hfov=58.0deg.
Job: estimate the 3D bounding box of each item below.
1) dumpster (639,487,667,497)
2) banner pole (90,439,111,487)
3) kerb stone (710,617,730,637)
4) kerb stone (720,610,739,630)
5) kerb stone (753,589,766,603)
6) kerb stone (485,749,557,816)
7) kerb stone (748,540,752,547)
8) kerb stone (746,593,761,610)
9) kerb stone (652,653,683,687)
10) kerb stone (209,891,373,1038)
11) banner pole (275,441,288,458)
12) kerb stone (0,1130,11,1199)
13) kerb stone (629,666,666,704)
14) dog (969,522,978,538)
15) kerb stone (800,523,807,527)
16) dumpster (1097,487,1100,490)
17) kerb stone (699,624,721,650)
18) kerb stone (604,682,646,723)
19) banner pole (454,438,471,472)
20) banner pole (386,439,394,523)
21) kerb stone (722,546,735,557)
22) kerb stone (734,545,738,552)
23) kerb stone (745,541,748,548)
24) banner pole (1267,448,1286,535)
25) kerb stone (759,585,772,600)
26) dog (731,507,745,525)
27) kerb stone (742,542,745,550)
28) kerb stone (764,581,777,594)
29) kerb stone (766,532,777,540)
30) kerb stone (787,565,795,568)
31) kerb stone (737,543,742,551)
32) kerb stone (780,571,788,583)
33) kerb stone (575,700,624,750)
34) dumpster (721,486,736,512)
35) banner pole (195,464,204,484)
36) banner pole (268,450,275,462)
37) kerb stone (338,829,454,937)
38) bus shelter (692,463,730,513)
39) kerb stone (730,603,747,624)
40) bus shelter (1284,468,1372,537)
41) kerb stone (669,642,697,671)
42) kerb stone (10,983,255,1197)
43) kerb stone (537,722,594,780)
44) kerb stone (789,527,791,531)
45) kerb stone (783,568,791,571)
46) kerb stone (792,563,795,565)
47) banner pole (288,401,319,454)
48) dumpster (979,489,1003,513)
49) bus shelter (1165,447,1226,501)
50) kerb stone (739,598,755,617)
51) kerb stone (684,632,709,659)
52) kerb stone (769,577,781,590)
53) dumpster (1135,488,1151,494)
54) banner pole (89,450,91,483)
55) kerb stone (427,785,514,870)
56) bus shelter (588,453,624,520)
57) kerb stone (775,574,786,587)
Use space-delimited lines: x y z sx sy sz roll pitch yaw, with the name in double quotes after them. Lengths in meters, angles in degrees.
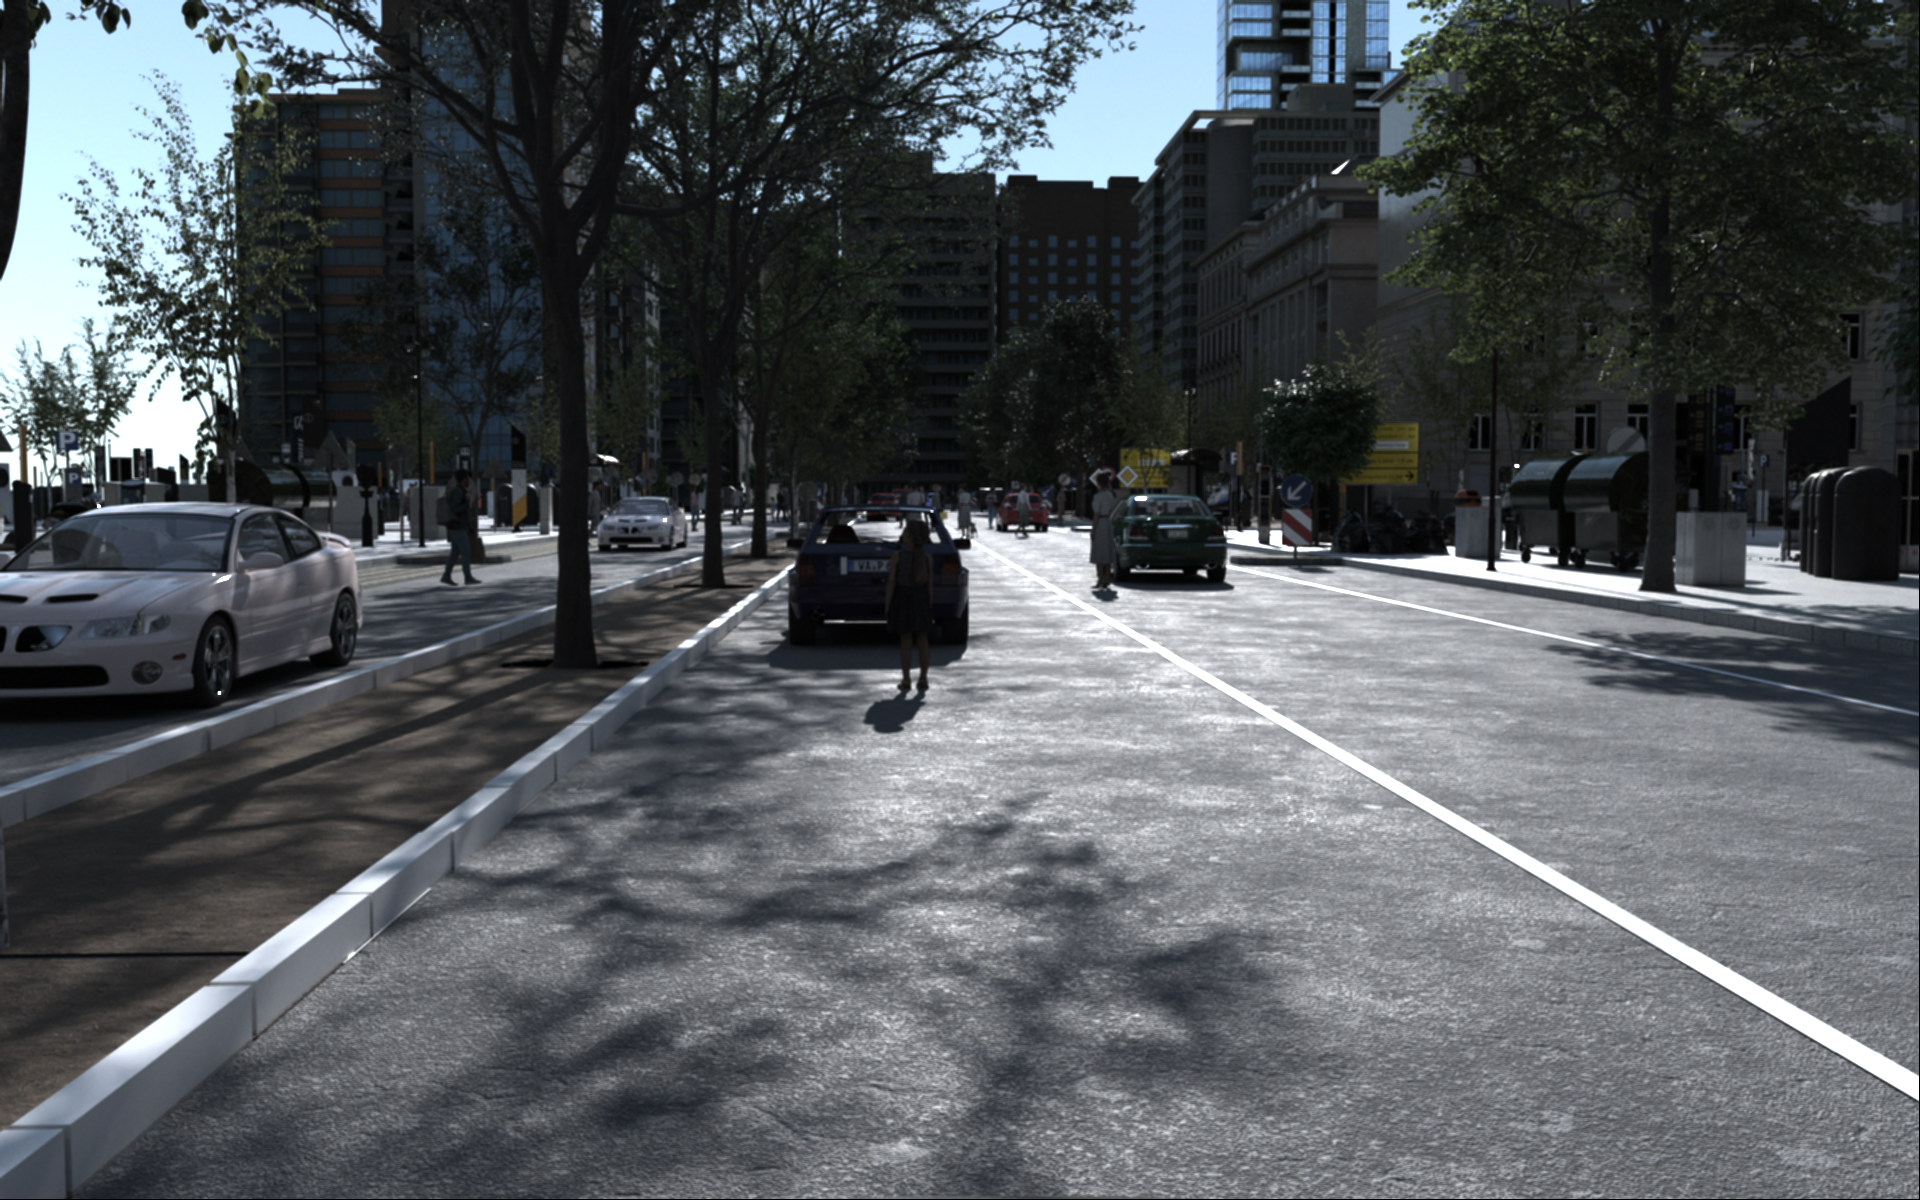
-18.927 -6.367 106.595 1.502 2.255 1.985 0 4 -2 "dumpster"
-38.990 -5.440 78.964 0.863 3.779 0.401 -2 4 -27 "banner pole"
-2.433 0.305 17.328 0.120 0.150 1.000 0 4 -2 "kerb stone"
-2.471 0.238 18.357 0.120 0.150 1.000 0 4 -2 "kerb stone"
-2.641 -0.011 22.457 0.120 0.150 1.000 0 4 -2 "kerb stone"
-2.057 0.861 8.120 0.120 0.150 1.000 0 4 -2 "kerb stone"
-5.690 -1.452 45.931 0.120 0.150 1.000 0 4 -2 "kerb stone"
-2.596 0.049 21.436 0.120 0.150 1.000 0 4 -2 "kerb stone"
-2.259 0.549 13.234 0.120 0.150 1.000 0 4 -2 "kerb stone"
-1.933 1.048 5.057 0.120 0.150 1.000 0 4 -2 "kerb stone"
-28.043 -5.046 72.518 0.401 3.779 0.863 2 4 34 "banner pole"
-1.850 1.174 3.002 0.120 0.150 1.000 0 4 -2 "kerb stone"
-2.219 0.611 12.213 0.120 0.150 1.000 0 4 -2 "kerb stone"
0.441 -2.314 57.120 0.406 0.507 0.540 -2 4 -25 "dog"
-6.965 -3.366 77.235 0.120 0.150 1.000 0 4 -2 "kerb stone"
8.963 -6.616 113.935 1.264 1.857 1.865 0 4 -2 "dumpster"
-2.382 0.361 16.298 0.120 0.150 1.000 0 4 -2 "kerb stone"
-2.175 0.673 11.192 0.120 0.150 1.000 0 4 -2 "kerb stone"
-22.258 -5.344 77.395 0.863 3.779 0.401 -1 4 -17 "banner pole"
-25.645 -5.378 77.947 0.401 3.779 0.863 -3 5 -40 "banner pole"
-5.478 -1.139 40.814 0.120 0.150 1.000 0 4 -2 "kerb stone"
-5.525 -1.201 41.834 0.120 0.150 1.000 0 4 -2 "kerb stone"
-5.655 -1.389 44.909 0.120 0.150 1.000 0 4 -2 "kerb stone"
9.810 -3.910 53.951 0.863 3.779 0.401 0 4 -5 "banner pole"
-2.676 -0.074 23.486 0.120 0.150 1.000 0 4 -2 "kerb stone"
-10.402 -3.864 80.009 0.800 0.831 0.513 1 4 10 "dog"
-5.606 -1.326 43.888 0.120 0.150 1.000 0 4 -2 "kerb stone"
-2.723 -0.140 24.507 0.120 0.150 1.000 0 4 -2 "kerb stone"
-6.107 -2.076 56.162 0.120 0.150 1.000 0 4 -2 "kerb stone"
-2.933 -0.453 29.621 0.120 0.150 1.000 0 4 -2 "kerb stone"
-5.571 -1.261 42.867 0.120 0.150 1.000 0 4 -2 "kerb stone"
-2.835 -0.326 27.572 0.120 0.150 1.000 0 4 -2 "kerb stone"
-2.128 0.736 10.169 0.120 0.150 1.000 0 4 -2 "kerb stone"
-16.960 -7.377 126.368 1.264 1.857 1.865 0 4 -2 "dumpster"
-54.207 -8.174 123.659 0.401 3.779 0.863 2 4 29 "banner pole"
-38.995 -6.631 98.438 0.863 3.779 0.401 0 4 6 "banner pole"
-1.972 0.986 6.078 0.120 0.150 1.000 0 4 -2 "kerb stone"
-16.573 -7.433 115.453 2.014 3.302 5.546 0 4 -2 "bus shelter"
-2.509 0.174 19.381 0.120 0.150 1.000 0 4 -2 "kerb stone"
11.572 -3.921 55.396 1.731 3.624 6.357 0 4 -2 "bus shelter"
-2.305 0.488 14.255 0.120 0.150 1.000 0 4 -2 "kerb stone"
-1.889 1.111 4.023 0.120 0.150 1.000 0 4 -2 "kerb stone"
-2.094 0.801 9.148 0.120 0.150 1.000 0 4 -2 "kerb stone"
-6.629 -2.865 69.031 0.120 0.150 1.000 0 4 -2 "kerb stone"
-2.887 -0.389 28.593 0.120 0.150 1.000 0 4 -2 "kerb stone"
-2.977 -0.513 30.642 0.120 0.150 1.000 0 4 -2 "kerb stone"
-17.475 -3.455 46.508 0.863 3.779 0.401 -2 4 -27 "banner pole"
2.410 -7.752 134.955 1.865 1.857 1.264 0 4 -4 "dumpster"
10.419 -5.133 77.852 2.014 3.302 5.546 0 4 -2 "bus shelter"
-2.551 0.109 20.407 0.120 0.150 1.000 0 4 -2 "kerb stone"
-2.345 0.423 15.277 0.120 0.150 1.000 0 4 -2 "kerb stone"
-2.764 -0.204 25.528 0.120 0.150 1.000 0 4 -2 "kerb stone"
9.191 -5.370 90.286 1.502 2.255 1.985 0 4 -2 "dumpster"
-41.702 -5.695 83.136 0.401 3.779 0.863 -2 4 -31 "banner pole"
-2.008 0.927 7.100 0.120 0.150 1.000 0 4 -2 "kerb stone"
-18.437 -5.737 87.731 2.014 3.302 5.546 0 4 -2 "bus shelter"
-2.797 -0.265 26.549 0.120 0.150 1.000 0 4 -2 "kerb stone"
